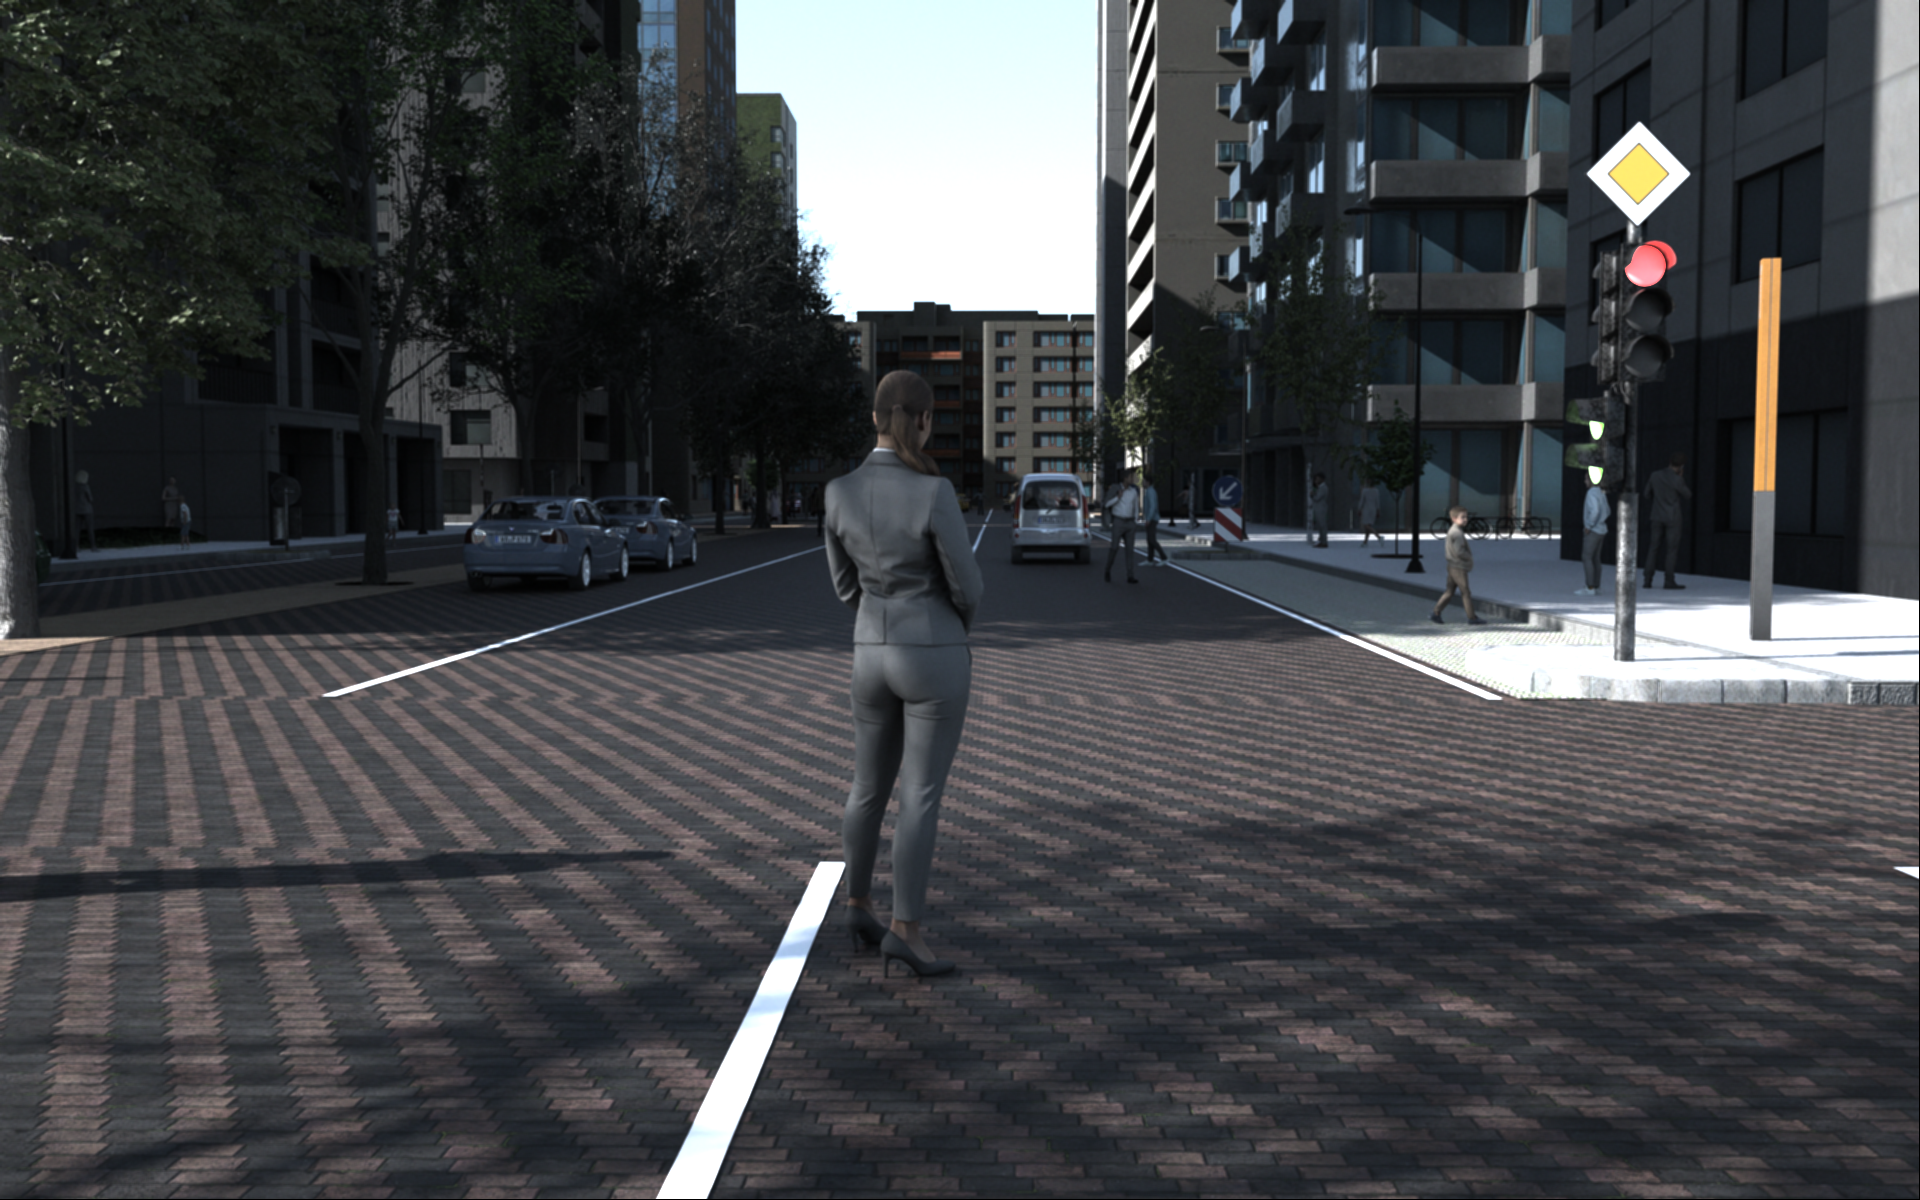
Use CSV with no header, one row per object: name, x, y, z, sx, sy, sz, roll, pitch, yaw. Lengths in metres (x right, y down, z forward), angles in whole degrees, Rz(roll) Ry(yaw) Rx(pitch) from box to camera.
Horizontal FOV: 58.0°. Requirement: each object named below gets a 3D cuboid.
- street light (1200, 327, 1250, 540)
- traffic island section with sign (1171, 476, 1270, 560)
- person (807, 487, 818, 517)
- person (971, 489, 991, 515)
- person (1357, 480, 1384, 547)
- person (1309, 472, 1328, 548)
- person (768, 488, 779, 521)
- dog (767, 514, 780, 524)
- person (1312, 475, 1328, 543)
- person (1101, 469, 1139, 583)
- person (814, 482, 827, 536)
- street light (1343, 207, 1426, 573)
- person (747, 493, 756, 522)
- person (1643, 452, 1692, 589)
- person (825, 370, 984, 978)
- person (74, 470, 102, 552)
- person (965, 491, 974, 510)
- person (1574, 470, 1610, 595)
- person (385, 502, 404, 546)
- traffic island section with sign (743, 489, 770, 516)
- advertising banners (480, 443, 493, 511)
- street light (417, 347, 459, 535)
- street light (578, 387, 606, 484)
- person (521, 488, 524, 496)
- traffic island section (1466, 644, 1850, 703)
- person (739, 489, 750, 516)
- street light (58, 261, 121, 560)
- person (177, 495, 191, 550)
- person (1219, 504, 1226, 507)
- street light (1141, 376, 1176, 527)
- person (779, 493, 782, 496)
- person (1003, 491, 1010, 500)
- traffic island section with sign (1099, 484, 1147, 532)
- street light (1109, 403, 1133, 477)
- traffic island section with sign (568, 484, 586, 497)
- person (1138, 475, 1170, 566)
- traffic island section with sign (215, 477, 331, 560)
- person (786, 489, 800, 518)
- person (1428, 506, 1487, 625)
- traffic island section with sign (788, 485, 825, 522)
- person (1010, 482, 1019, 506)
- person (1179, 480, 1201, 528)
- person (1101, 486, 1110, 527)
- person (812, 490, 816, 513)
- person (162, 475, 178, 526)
street light,7.372,-4.628,48.205,1.470,5.913,1.316,0,4,1
traffic island section with sign,5.691,-1.805,38.143,1.989,1.847,2.006,0,4,1
person,-8.863,-6.017,106.511,1.348,1.869,0.705,0,4,5
person,1.425,-6.696,118.070,1.350,1.814,0.705,-1,4,-9
person,9.864,-2.123,41.499,0.760,1.731,0.466,3,5,42
person,8.575,-2.156,41.476,0.466,1.800,0.511,-1,4,-14
person,-9.760,-5.010,91.074,0.621,1.740,0.551,2,4,35
dog,-8.922,-3.888,82.852,0.406,0.507,0.540,2,4,30
person,9.291,-2.370,45.047,0.529,1.795,0.600,3,5,39
person,2.598,-1.193,28.109,0.679,1.850,0.850,-2,4,-25
person,-4.606,-3.084,58.838,0.656,1.842,0.836,-2,4,-25
street light,6.900,-3.401,28.156,1.470,5.913,1.316,0,4,1
person,-10.520,-4.708,88.068,0.503,1.515,0.523,2,4,29
person,9.590,-1.079,23.490,0.447,1.846,0.655,-3,4,-38
person,-0.139,0.216,5.236,0.520,1.790,0.573,1,4,18
person,-19.384,-1.961,38.295,0.537,1.800,0.526,1,4,21
person,0.800,-9.105,157.921,0.990,1.755,0.434,1,4,20
person,8.087,-0.872,22.115,0.589,1.601,0.330,-3,5,-43
person,-15.599,-2.092,47.720,0.505,1.210,0.382,-2,4,-32
traffic island section with sign,-13.396,-6.546,115.651,1.989,1.847,2.006,0,4,1
advertising banners,-16.641,-3.952,60.810,0.090,3.025,2.074,0,4,-5
street light,-16.457,-5.019,54.605,1.470,5.913,1.316,0,4,1
street light,-16.023,-6.294,75.442,1.470,5.913,1.316,0,4,1
person,-17.178,-3.814,68.497,0.778,1.811,0.616,3,5,43
traffic island section,5.131,0.548,13.322,2.009,0.180,2.903,0,4,1
person,-13.925,-6.266,111.741,0.721,1.735,1.217,-3,5,-43
street light,-17.018,-3.753,33.908,1.470,5.913,1.316,0,4,1
person,-17.938,-1.792,40.018,0.352,1.250,0.332,1,4,17
person,9.622,-3.458,62.757,0.728,1.800,0.709,0,4,0
street light,7.832,-5.854,68.254,1.470,5.913,1.316,0,4,1
person,-15.394,-8.818,150.083,0.599,1.838,0.709,-3,5,-39
person,4.322,-9.133,158.339,0.721,1.766,1.217,-2,4,-32
traffic island section with sign,6.310,-3.486,65.629,1.989,1.847,2.006,0,4,1
street light,8.251,-7.080,88.304,1.470,5.913,1.316,0,4,1
traffic island section with sign,-14.519,-3.468,65.337,1.989,1.847,2.006,0,4,1
person,3.875,-1.594,34.583,0.620,1.820,0.660,0,4,2
traffic island section with sign,-15.123,-1.820,38.388,1.989,1.847,2.006,0,4,1
person,-9.948,-5.736,103.009,1.217,1.735,0.721,-2,4,-31
person,5.424,-0.375,18.908,0.640,1.303,0.475,-1,4,-9
traffic island section with sign,-7.916,-4.911,88.431,2.006,1.907,1.989,0,4,1
person,1.657,-2.398,48.249,0.362,1.759,0.519,-2,4,-35
person,8.713,-3.620,65.357,0.853,1.813,0.709,1,4,23
person,5.921,-3.739,70.177,0.519,1.759,0.362,-3,5,-40
person,-10.797,-7.260,127.912,1.217,1.735,0.721,-1,4,-16
person,-21.103,-2.445,46.359,0.374,1.781,0.599,1,4,21
